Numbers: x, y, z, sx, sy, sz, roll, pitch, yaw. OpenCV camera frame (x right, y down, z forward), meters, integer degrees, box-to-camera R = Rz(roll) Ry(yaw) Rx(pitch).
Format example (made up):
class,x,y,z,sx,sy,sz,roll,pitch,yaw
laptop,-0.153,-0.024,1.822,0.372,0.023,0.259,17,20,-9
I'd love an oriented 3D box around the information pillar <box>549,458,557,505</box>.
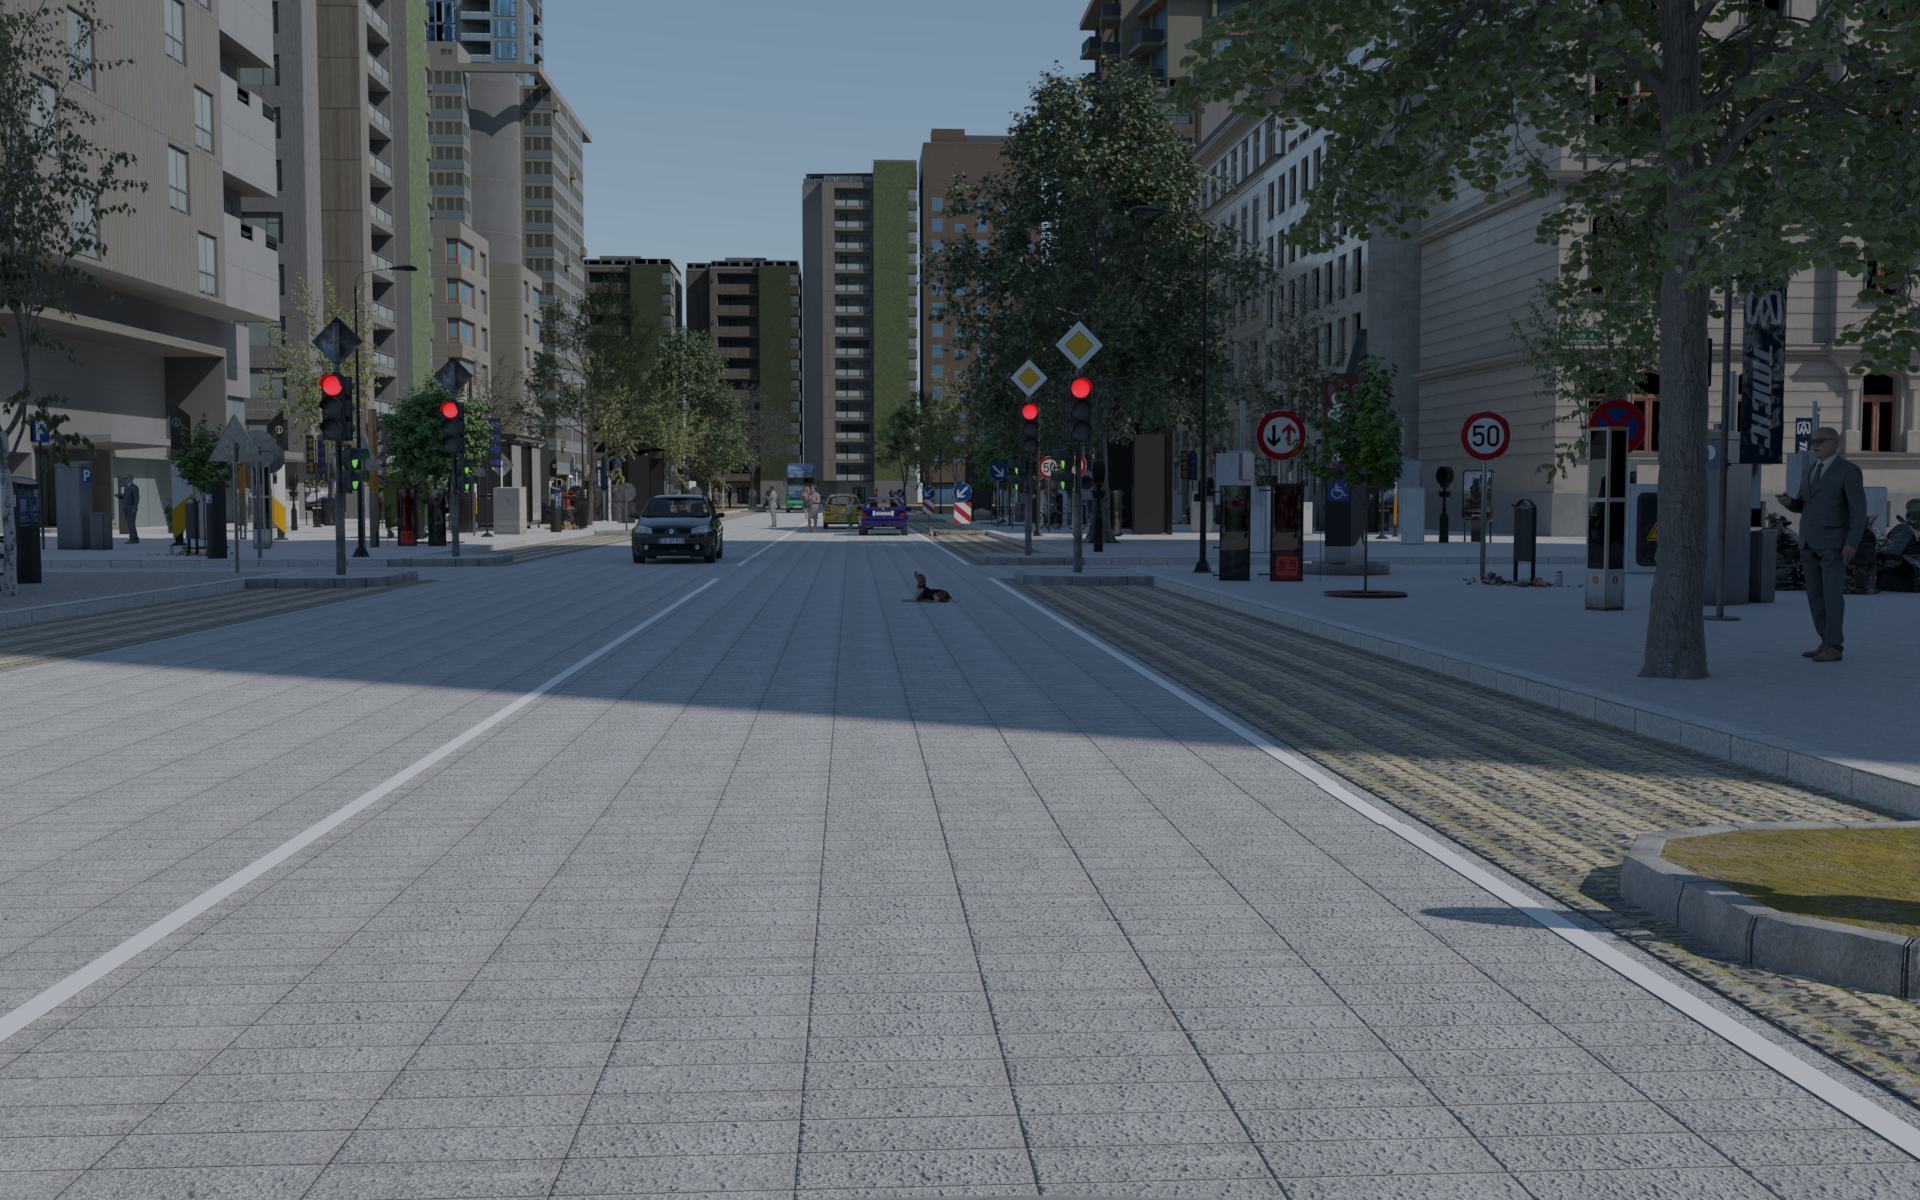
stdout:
class,x,y,z,sx,sy,sz,roll,pitch,yaw
information pillar,-25.899,-7.272,110.258,0.504,3.616,0.183,-2,4,-31

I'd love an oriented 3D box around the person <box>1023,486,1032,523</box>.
class,x,y,z,sx,sy,sz,roll,pitch,yaw
person,3.123,-4.317,77.623,0.522,1.701,0.512,1,4,22

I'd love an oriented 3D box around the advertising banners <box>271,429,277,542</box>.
class,x,y,z,sx,sy,sz,roll,pitch,yaw
advertising banners,-18.521,-3.068,46.356,0.090,3.025,2.074,0,4,-7

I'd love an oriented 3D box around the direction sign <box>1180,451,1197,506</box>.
class,x,y,z,sx,sy,sz,roll,pitch,yaw
direction sign,11.916,-6.027,90.534,0.876,3.537,0.379,2,4,35

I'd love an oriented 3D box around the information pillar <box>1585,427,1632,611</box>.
class,x,y,z,sx,sy,sz,roll,pitch,yaw
information pillar,7.133,-0.894,19.110,0.304,2.012,0.304,-2,4,-27

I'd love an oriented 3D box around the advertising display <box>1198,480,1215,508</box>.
class,x,y,z,sx,sy,sz,roll,pitch,yaw
advertising display,11.299,-4.539,79.421,0.974,1.923,0.123,-3,4,-37

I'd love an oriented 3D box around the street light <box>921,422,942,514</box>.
class,x,y,z,sx,sy,sz,roll,pitch,yaw
street light,-1.780,-8.484,111.250,1.470,5.913,1.316,0,4,-4

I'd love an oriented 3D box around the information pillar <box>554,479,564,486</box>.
class,x,y,z,sx,sy,sz,roll,pitch,yaw
information pillar,-21.908,-5.532,94.939,0.304,2.012,0.304,1,4,9

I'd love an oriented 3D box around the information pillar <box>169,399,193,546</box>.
class,x,y,z,sx,sy,sz,roll,pitch,yaw
information pillar,-19.318,-3.156,42.961,0.504,3.616,0.183,-1,4,-18

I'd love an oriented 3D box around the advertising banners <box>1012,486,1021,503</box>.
class,x,y,z,sx,sy,sz,roll,pitch,yaw
advertising banners,2.911,-5.313,83.057,0.090,3.025,2.074,-2,4,-27

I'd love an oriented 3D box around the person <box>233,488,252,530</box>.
class,x,y,z,sx,sy,sz,roll,pitch,yaw
person,-25.274,-3.348,61.050,0.678,1.792,0.850,-1,4,-19

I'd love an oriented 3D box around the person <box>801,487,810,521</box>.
class,x,y,z,sx,sy,sz,roll,pitch,yaw
person,-8.042,-5.041,90.902,0.573,1.828,0.580,0,4,1

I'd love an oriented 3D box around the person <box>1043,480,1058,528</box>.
class,x,y,z,sx,sy,sz,roll,pitch,yaw
person,3.431,-3.642,65.557,0.580,1.828,0.573,1,4,8

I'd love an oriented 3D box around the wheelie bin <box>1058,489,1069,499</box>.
class,x,y,z,sx,sy,sz,roll,pitch,yaw
wheelie bin,6.345,-6.184,109.023,0.980,1.594,0.693,-1,4,-14

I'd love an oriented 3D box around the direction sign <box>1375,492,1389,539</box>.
class,x,y,z,sx,sy,sz,roll,pitch,yaw
direction sign,12.045,-3.507,49.329,0.379,3.537,0.876,-3,4,-36

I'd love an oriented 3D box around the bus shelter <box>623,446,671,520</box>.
class,x,y,z,sx,sy,sz,roll,pitch,yaw
bus shelter,-15.750,-5.876,87.352,1.731,3.624,6.357,0,4,-4

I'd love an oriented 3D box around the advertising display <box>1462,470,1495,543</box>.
class,x,y,z,sx,sy,sz,roll,pitch,yaw
advertising display,13.816,-2.506,46.190,0.123,1.923,0.974,-2,4,-34

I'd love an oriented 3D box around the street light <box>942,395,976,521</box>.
class,x,y,z,sx,sy,sz,roll,pitch,yaw
street light,0.054,-6.676,81.693,1.470,5.913,1.316,0,4,-4

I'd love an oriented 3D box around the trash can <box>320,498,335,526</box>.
class,x,y,z,sx,sy,sz,roll,pitch,yaw
trash can,-25.507,-3.570,70.017,0.748,1.137,0.748,0,3,0

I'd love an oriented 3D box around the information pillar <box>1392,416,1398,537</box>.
class,x,y,z,sx,sy,sz,roll,pitch,yaw
information pillar,13.040,-3.697,51.807,0.183,3.616,0.504,1,4,14

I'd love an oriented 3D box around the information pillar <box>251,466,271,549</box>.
class,x,y,z,sx,sy,sz,roll,pitch,yaw
information pillar,-16.394,-2.210,40.621,0.304,2.012,0.304,0,4,3

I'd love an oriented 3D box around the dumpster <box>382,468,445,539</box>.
class,x,y,z,sx,sy,sz,roll,pitch,yaw
dumpster,-15.987,-2.941,50.576,1.502,2.255,1.985,0,4,-4

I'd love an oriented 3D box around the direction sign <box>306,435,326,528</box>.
class,x,y,z,sx,sy,sz,roll,pitch,yaw
direction sign,-24.696,-4.554,66.449,0.876,3.537,0.379,1,4,19

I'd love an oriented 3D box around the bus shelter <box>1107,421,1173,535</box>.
class,x,y,z,sx,sy,sz,roll,pitch,yaw
bus shelter,5.727,-4.045,57.416,1.731,3.624,6.357,0,4,-4

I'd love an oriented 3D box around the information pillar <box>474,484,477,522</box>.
class,x,y,z,sx,sy,sz,roll,pitch,yaw
information pillar,-21.904,-5.322,78.371,0.183,3.616,0.504,1,4,21

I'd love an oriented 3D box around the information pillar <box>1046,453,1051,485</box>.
class,x,y,z,sx,sy,sz,roll,pitch,yaw
information pillar,4.835,-6.314,94.586,0.183,3.616,0.504,-2,4,-26

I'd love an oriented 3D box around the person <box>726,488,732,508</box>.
class,x,y,z,sx,sy,sz,roll,pitch,yaw
person,-20.713,-9.157,155.396,0.705,1.869,1.348,1,4,12

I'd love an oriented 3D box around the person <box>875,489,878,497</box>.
class,x,y,z,sx,sy,sz,roll,pitch,yaw
person,-6.041,-7.097,124.477,0.705,1.831,1.348,-1,4,-9

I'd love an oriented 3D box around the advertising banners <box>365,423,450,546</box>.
class,x,y,z,sx,sy,sz,roll,pitch,yaw
advertising banners,-13.594,-2.839,42.604,2.074,3.025,0.090,0,4,4

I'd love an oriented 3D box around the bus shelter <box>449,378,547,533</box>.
class,x,y,z,sx,sy,sz,roll,pitch,yaw
bus shelter,-16.461,-5.112,61.211,2.179,5.291,8.768,0,4,-3

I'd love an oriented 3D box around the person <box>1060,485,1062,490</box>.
class,x,y,z,sx,sy,sz,roll,pitch,yaw
person,5.330,-5.157,90.783,0.576,1.772,0.534,0,4,-5

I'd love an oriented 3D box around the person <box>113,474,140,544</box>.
class,x,y,z,sx,sy,sz,roll,pitch,yaw
person,-21.524,-2.359,44.780,0.661,1.801,0.590,3,4,38

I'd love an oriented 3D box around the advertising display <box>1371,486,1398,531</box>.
class,x,y,z,sx,sy,sz,roll,pitch,yaw
advertising display,14.723,-3.360,60.149,0.974,1.923,0.123,1,4,13

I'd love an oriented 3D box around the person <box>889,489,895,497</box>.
class,x,y,z,sx,sy,sz,roll,pitch,yaw
person,-4.923,-7.217,126.627,0.705,1.807,1.348,-2,4,-24

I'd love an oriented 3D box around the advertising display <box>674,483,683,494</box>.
class,x,y,z,sx,sy,sz,roll,pitch,yaw
advertising display,-16.589,-5.923,102.054,0.123,1.923,0.974,-2,4,-34

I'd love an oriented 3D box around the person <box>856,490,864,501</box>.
class,x,y,z,sx,sy,sz,roll,pitch,yaw
person,-10.802,-10.781,184.405,1.348,1.869,0.705,3,5,39

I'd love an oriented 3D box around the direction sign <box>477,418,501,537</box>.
class,x,y,z,sx,sy,sz,roll,pitch,yaw
direction sign,-14.154,-3.655,51.760,0.876,3.537,0.379,0,4,-7

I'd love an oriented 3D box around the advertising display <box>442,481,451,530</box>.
class,x,y,z,sx,sy,sz,roll,pitch,yaw
advertising display,-18.507,-3.451,61.639,0.974,1.923,0.123,2,4,28

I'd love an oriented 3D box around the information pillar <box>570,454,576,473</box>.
class,x,y,z,sx,sy,sz,roll,pitch,yaw
information pillar,-22.392,-6.665,100.319,0.504,3.616,0.183,3,4,38

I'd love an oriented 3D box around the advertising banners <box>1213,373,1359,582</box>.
class,x,y,z,sx,sy,sz,roll,pitch,yaw
advertising banners,4.763,-1.784,25.348,2.074,3.025,0.090,1,4,14

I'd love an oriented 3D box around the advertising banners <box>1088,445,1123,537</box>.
class,x,y,z,sx,sy,sz,roll,pitch,yaw
advertising banners,4.467,-3.472,52.958,0.090,3.025,2.074,-1,4,-23

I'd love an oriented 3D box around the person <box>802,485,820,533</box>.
class,x,y,z,sx,sy,sz,roll,pitch,yaw
person,-5.520,-3.354,63.692,0.716,1.782,0.532,2,4,29

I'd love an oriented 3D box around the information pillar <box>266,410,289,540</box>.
class,x,y,z,sx,sy,sz,roll,pitch,yaw
information pillar,-18.967,-3.470,48.083,0.183,3.616,0.504,3,4,38

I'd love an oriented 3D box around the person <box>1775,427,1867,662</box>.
class,x,y,z,sx,sy,sz,roll,pitch,yaw
person,6.660,-0.442,13.447,0.590,1.801,0.661,-1,4,-21

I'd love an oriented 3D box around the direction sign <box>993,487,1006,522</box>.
class,x,y,z,sx,sy,sz,roll,pitch,yaw
direction sign,1.811,-5.869,87.948,0.876,3.537,0.379,-2,4,-24

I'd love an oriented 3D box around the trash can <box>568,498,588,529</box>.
class,x,y,z,sx,sy,sz,roll,pitch,yaw
trash can,-14.088,-3.199,63.952,0.748,1.137,0.748,0,3,0

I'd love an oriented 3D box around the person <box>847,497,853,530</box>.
class,x,y,z,sx,sy,sz,roll,pitch,yaw
person,-4.439,-3.495,69.888,0.306,1.304,0.590,1,4,20

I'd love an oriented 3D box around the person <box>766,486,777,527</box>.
class,x,y,z,sx,sy,sz,roll,pitch,yaw
person,-8.221,-4.083,75.446,0.466,1.800,0.511,0,4,3

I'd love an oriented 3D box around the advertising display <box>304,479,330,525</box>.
class,x,y,z,sx,sy,sz,roll,pitch,yaw
advertising display,-26.692,-4.079,71.907,0.974,1.923,0.123,-1,4,-14

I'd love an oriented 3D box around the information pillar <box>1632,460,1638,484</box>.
class,x,y,z,sx,sy,sz,roll,pitch,yaw
information pillar,14.525,-2.034,37.745,0.304,2.012,0.304,-2,4,-34

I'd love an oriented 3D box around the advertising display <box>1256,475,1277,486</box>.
class,x,y,z,sx,sy,sz,roll,pitch,yaw
advertising display,10.637,-3.355,60.074,0.123,1.923,0.974,-2,4,-30

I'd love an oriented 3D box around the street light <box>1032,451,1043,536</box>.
class,x,y,z,sx,sy,sz,roll,pitch,yaw
street light,1.815,-4.886,52.428,1.470,5.913,1.316,0,4,-4

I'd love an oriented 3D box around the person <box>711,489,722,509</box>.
class,x,y,z,sx,sy,sz,roll,pitch,yaw
person,-20.803,-8.620,147.540,0.990,1.755,0.434,0,4,-7
